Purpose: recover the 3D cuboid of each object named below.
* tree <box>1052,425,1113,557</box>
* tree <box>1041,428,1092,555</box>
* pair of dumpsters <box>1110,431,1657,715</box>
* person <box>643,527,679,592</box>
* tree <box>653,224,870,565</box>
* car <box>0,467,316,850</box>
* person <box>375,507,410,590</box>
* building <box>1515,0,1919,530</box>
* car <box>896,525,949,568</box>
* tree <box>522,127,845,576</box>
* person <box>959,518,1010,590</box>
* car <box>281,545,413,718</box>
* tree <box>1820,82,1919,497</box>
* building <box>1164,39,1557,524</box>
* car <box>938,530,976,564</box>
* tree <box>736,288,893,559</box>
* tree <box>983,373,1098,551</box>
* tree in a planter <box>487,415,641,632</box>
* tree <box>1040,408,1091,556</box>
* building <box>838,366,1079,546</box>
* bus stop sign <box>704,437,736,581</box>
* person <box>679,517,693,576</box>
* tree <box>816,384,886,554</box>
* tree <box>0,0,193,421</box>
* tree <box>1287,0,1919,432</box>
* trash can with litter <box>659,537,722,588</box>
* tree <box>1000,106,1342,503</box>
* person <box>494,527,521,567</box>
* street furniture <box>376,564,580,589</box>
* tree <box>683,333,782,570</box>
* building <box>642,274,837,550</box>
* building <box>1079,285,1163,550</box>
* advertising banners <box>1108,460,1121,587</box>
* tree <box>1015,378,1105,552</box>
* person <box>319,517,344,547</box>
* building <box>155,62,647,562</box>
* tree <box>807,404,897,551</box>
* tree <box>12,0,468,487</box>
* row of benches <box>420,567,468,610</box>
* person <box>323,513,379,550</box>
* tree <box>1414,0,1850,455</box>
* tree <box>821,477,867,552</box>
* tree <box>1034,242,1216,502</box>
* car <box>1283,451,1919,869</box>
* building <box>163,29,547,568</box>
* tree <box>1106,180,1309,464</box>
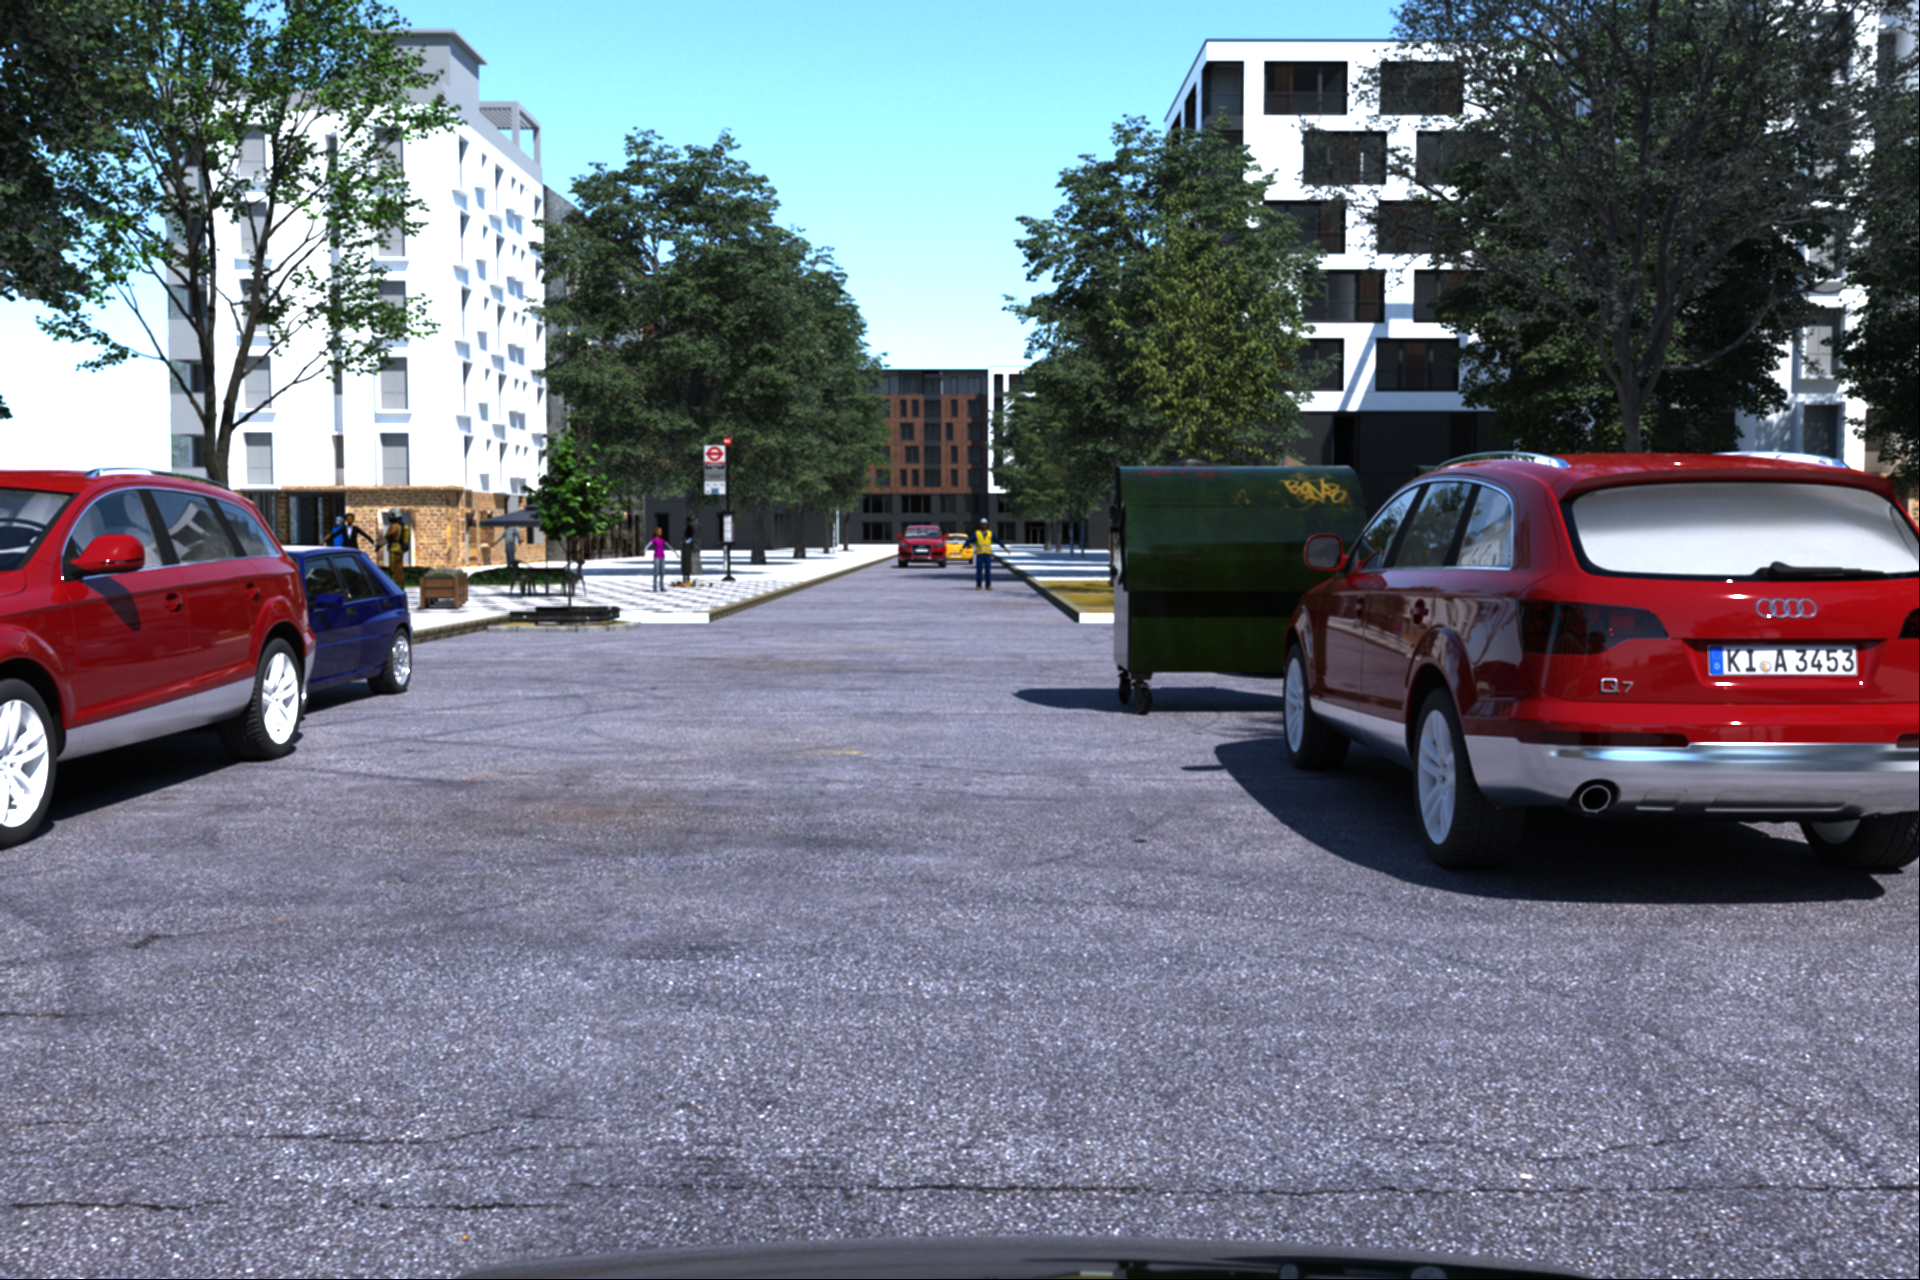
[{"bbox_3d":[6.558,-8.818,94.532,4.360,8.622,3.978,0,3,0],"label":"tree"},{"bbox_3d":[6.699,-9.608,107.456,4.360,8.622,3.978,0,3,0],"label":"tree"},{"bbox_3d":[3.444,-0.568,14.245,4.436,2.255,1.574,0,4,-1],"label":"pair of dumpsters"},{"bbox_3d":[-6.623,-1.777,38.317,0.599,1.433,0.991,3,5,42],"label":"person"},{"bbox_3d":[-8.505,-10.102,71.831,9.857,13.997,8.962,0,3,0],"label":"tree"},{"bbox_3d":[-5.318,-0.052,9.526,2.281,1.827,5.304,0,4,0],"label":"car"},{"bbox_3d":[-12.116,-1.919,37.139,0.705,1.858,1.354,1,4,9],"label":"person"},{"bbox_3d":[26.101,-12.675,63.650,16.016,20.090,11.380,0,4,0],"label":"building"},{"bbox_3d":[-1.604,-4.058,75.025,2.281,1.827,5.304,0,4,0],"label":"car"},{"bbox_3d":[-8.421,-8.974,53.387,9.857,13.997,8.962,0,3,0],"label":"tree"},{"bbox_3d":[0.613,-2.202,44.431,1.349,1.833,0.705,-1,4,-10],"label":"person"},{"bbox_3d":[-5.864,-0.102,14.255,1.945,1.354,3.894,0,3,0],"label":"car"},{"bbox_3d":[26.492,-8.352,43.209,9.857,13.997,8.962,0,3,0],"label":"tree"},{"bbox_3d":[24.004,-14.941,88.262,27.936,21.610,32.646,0,4,0],"label":"building"},{"bbox_3d":[-0.201,-4.498,83.773,2.015,1.641,3.980,0,4,0],"label":"car"},{"bbox_3d":[-8.141,-11.127,88.588,9.857,13.997,8.962,0,3,0],"label":"tree"},{"bbox_3d":[6.593,-13.729,131.124,9.857,13.997,8.962,0,3,0],"label":"tree"},{"bbox_3d":[-5.919,-1.770,26.158,1.991,3.239,1.994,0,3,0],"label":"tree in a planter"},{"bbox_3d":[6.376,-9.246,101.529,4.360,8.622,3.978,0,3,0],"label":"tree"},{"bbox_3d":[1.272,-23.063,223.507,32.646,21.610,27.936,0,3,0],"label":"building"},{"bbox_3d":[-6.573,-3.595,47.476,0.855,3.939,0.416,0,4,0],"label":"bus stop sign"},{"bbox_3d":[-8.432,-2.902,53.665,0.704,1.802,1.346,0,4,4],"label":"person"},{"bbox_3d":[-8.625,-11.370,111.654,9.928,11.665,9.643,0,3,0],"label":"tree"},{"bbox_3d":[-12.048,-6.718,16.503,9.857,13.997,8.962,0,3,0],"label":"tree"},{"bbox_3d":[10.060,-7.046,25.580,12.009,13.543,11.850,0,3,0],"label":"tree"},{"bbox_3d":[-6.554,-1.926,42.552,1.678,1.210,2.233,0,4,1],"label":"trash can with litter"},{"bbox_3d":[6.276,-8.841,51.206,9.857,13.997,8.962,0,3,0],"label":"tree"},{"bbox_3d":[-15.354,-3.231,59.017,1.347,1.806,0.705,3,4,37],"label":"person"},{"bbox_3d":[-15.003,-1.737,44.027,10.072,0.657,5.734,2,4,26],"label":"street furniture"},{"bbox_3d":[-8.707,-6.848,62.324,4.360,8.622,3.978,0,3,0],"label":"tree"},{"bbox_3d":[-25.692,-18.873,152.544,27.936,21.610,32.646,0,4,-1],"label":"building"},{"bbox_3d":[24.680,-19.238,158.513,27.936,21.610,32.646,0,3,0],"label":"building"},{"bbox_3d":[3.740,-2.791,41.814,0.090,3.025,2.074,0,4,-2],"label":"advertising banners"},{"bbox_3d":[7.237,-12.409,121.013,7.486,12.596,7.792,0,3,0],"label":"tree"},{"bbox_3d":[-19.145,-2.892,53.418,1.347,1.817,0.704,1,4,18],"label":"person"},{"bbox_3d":[-27.365,-15.794,89.168,19.493,23.208,18.063,0,4,1],"label":"building"},{"bbox_3d":[-8.492,-12.448,129.282,9.928,11.665,9.643,0,3,0],"label":"tree"},{"bbox_3d":[-11.814,-6.221,27.474,9.928,11.665,9.643,0,3,0],"label":"tree"},{"bbox_3d":[-9.289,-0.965,31.239,1.422,0.672,4.104,-1,4,-13],"label":"row of benches"},{"bbox_3d":[-13.445,-1.924,38.172,1.216,1.740,0.721,-1,4,-14],"label":"person"},{"bbox_3d":[14.793,-8.087,38.881,9.857,13.997,8.962,0,3,0],"label":"tree"},{"bbox_3d":[-8.577,-10.406,120.498,4.737,8.622,4.395,0,3,0],"label":"tree"},{"bbox_3d":[6.668,-9.172,68.091,7.486,12.596,7.792,0,3,0],"label":"tree"},{"bbox_3d":[3.043,-0.017,8.943,2.281,1.827,5.304,0,3,0],"label":"car"},{"bbox_3d":[-23.910,-12.840,66.354,16.016,20.090,11.380,0,3,0],"label":"building"},{"bbox_3d":[4.985,-5.248,36.175,4.737,8.622,4.395,0,3,0],"label":"tree"}]
